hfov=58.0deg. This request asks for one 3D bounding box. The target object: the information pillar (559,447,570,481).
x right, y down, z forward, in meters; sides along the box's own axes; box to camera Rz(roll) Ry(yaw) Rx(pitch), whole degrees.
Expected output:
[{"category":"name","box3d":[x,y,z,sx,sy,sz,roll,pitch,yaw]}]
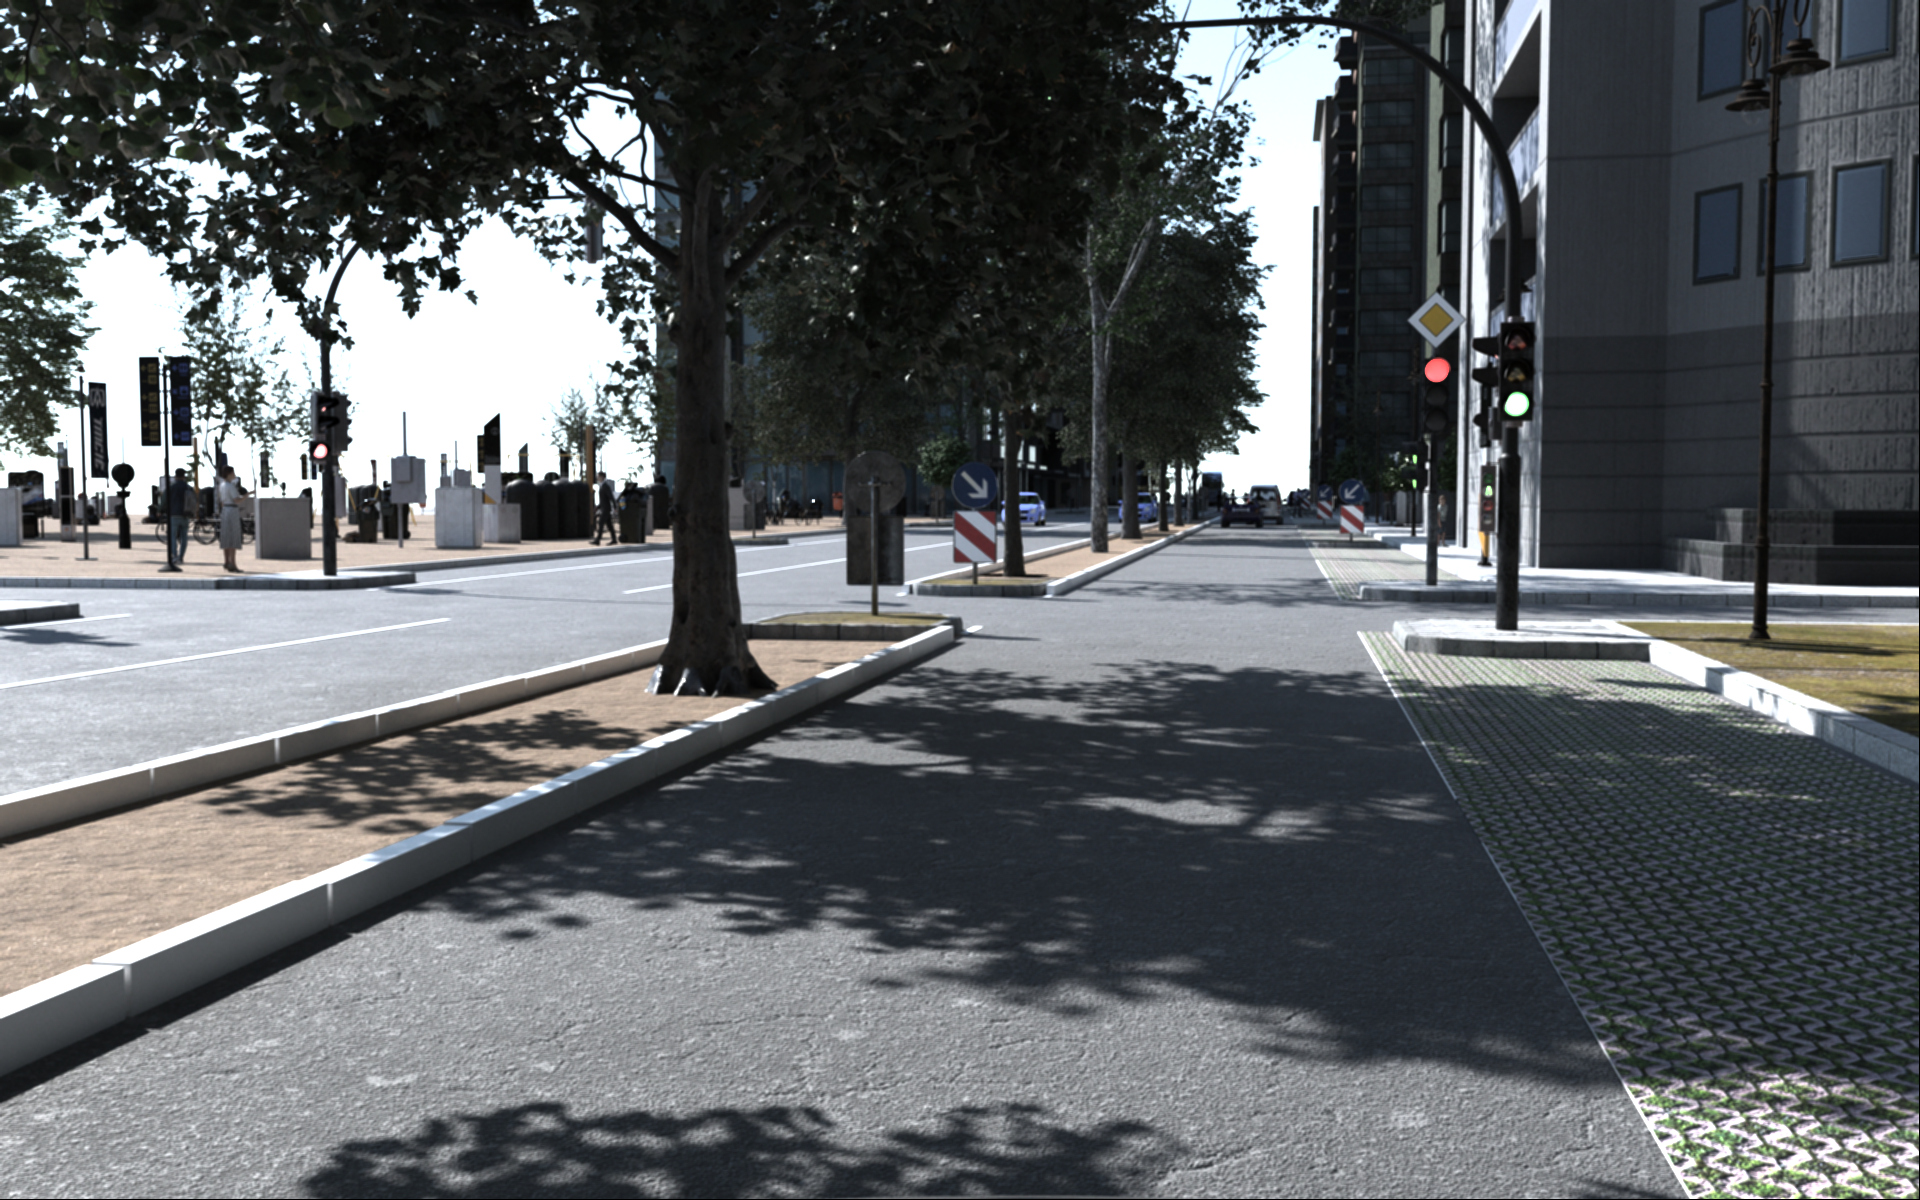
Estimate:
[{"category":"information pillar","box3d":[-19.501,-5.749,85.351,0.504,3.616,0.183,-1,4,-19]}]

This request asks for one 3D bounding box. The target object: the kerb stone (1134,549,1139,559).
[{"category":"kerb stone","box3d":[3.767,-0.968,38.015,0.120,0.150,1.000,1,4,10]}]

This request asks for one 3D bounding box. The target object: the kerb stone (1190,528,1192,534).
[{"category":"kerb stone","box3d":[8.019,-2.386,61.203,0.120,0.150,1.000,1,4,10]}]

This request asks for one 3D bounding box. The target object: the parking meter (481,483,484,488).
[{"category":"parking meter","box3d":[-24.567,-5.141,89.769,0.255,1.863,0.399,3,5,44]}]

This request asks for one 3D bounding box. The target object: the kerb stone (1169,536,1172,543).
[{"category":"kerb stone","box3d":[5.983,-1.702,50.116,0.120,0.150,1.000,1,4,10]}]

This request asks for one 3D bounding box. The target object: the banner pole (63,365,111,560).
[{"category":"banner pole","box3d":[-16.969,-2.684,33.900,0.401,3.779,0.863,1,4,19]}]

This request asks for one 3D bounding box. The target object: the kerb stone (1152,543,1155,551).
[{"category":"kerb stone","box3d":[4.683,-1.276,43.056,0.120,0.150,1.000,1,4,10]}]

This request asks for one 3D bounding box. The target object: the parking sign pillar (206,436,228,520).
[{"category":"parking sign pillar","box3d":[-34.394,-5.640,80.691,1.447,3.967,1.447,-1,4,-17]}]

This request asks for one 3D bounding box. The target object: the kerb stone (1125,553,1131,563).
[{"category":"kerb stone","box3d":[3.395,-0.842,36.005,0.120,0.150,1.000,1,4,10]}]

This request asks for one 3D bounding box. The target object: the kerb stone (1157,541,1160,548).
[{"category":"kerb stone","box3d":[5.056,-1.399,45.077,0.120,0.150,1.000,1,4,10]}]

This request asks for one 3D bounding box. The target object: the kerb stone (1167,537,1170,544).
[{"category":"kerb stone","box3d":[5.794,-1.646,49.112,0.120,0.150,1.000,1,4,10]}]

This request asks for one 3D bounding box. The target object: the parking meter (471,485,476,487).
[{"category":"parking meter","box3d":[-29.828,-6.140,106.105,0.255,1.863,0.399,-3,5,-45]}]

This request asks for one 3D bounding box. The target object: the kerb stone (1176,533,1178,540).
[{"category":"kerb stone","box3d":[6.524,-1.893,53.142,0.120,0.150,1.000,1,4,10]}]

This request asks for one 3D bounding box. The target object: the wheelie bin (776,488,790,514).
[{"category":"wheelie bin","box3d":[-9.522,-5.248,93.710,0.693,1.594,0.980,-2,4,-24]}]

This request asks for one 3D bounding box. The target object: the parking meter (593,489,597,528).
[{"category":"parking meter","box3d":[-13.780,-3.447,64.766,0.372,1.533,0.369,0,3,0]}]

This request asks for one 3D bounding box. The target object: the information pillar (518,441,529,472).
[{"category":"information pillar","box3d":[-19.381,-5.238,76.997,0.183,3.616,0.504,3,5,43]}]

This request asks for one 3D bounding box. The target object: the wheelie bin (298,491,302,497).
[{"category":"wheelie bin","box3d":[-38.341,-5.727,101.536,0.980,1.594,0.693,2,4,35]}]

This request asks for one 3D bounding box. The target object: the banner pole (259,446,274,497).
[{"category":"banner pole","box3d":[-35.619,-6.065,89.178,0.863,3.779,0.401,-3,4,-37]}]

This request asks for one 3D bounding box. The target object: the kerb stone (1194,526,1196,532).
[{"category":"kerb stone","box3d":[8.564,-2.571,64.233,0.120,0.150,1.000,1,4,10]}]

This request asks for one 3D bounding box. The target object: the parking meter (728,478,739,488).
[{"category":"parking meter","box3d":[-8.067,-3.418,61.597,0.399,1.863,0.255,-2,4,-34]}]

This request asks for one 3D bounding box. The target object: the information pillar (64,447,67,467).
[{"category":"information pillar","box3d":[-40.657,-5.337,78.607,0.504,3.616,0.183,2,4,25]}]

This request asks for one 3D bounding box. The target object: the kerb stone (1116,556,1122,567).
[{"category":"kerb stone","box3d":[3.023,-0.721,33.985,0.120,0.150,1.000,1,4,10]}]

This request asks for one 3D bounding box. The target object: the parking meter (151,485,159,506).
[{"category":"parking meter","box3d":[-49.740,-6.199,107.062,0.255,1.863,0.399,2,4,24]}]

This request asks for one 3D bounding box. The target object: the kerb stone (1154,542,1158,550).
[{"category":"kerb stone","box3d":[4.877,-1.333,44.060,0.120,0.150,1.000,1,4,10]}]

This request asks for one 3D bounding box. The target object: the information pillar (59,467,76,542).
[{"category":"information pillar","box3d":[-23.931,-2.566,46.442,0.304,2.012,0.304,-1,4,-10]}]

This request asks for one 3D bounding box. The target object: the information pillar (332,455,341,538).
[{"category":"information pillar","box3d":[-18.336,-3.632,50.731,0.183,3.616,0.504,0,4,-5]}]

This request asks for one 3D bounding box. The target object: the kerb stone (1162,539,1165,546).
[{"category":"kerb stone","box3d":[5.426,-1.522,47.088,0.120,0.150,1.000,1,4,10]}]

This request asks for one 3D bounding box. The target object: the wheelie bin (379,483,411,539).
[{"category":"wheelie bin","box3d":[-16.187,-2.552,49.638,0.980,1.594,0.693,2,4,32]}]

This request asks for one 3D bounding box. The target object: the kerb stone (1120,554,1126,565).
[{"category":"kerb stone","box3d":[3.207,-0.783,34.995,0.120,0.150,1.000,1,4,10]}]

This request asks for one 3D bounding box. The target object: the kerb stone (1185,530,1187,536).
[{"category":"kerb stone","box3d":[7.462,-2.199,58.180,0.120,0.150,1.000,1,4,10]}]

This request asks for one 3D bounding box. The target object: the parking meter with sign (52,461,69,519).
[{"category":"parking meter with sign","box3d":[-46.823,-5.738,90.079,0.543,3.016,1.738,-1,4,-15]}]

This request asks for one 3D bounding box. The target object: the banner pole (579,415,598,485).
[{"category":"banner pole","box3d":[-11.933,-4.001,55.429,0.401,3.779,0.863,3,4,37]}]

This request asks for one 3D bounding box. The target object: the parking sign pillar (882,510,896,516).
[{"category":"parking sign pillar","box3d":[-4.055,-6.246,90.600,1.447,3.967,1.447,1,4,17]}]

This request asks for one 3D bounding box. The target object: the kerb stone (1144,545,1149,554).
[{"category":"kerb stone","box3d":[4.315,-1.153,41.046,0.120,0.150,1.000,1,4,10]}]

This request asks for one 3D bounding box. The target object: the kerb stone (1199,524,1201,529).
[{"category":"kerb stone","box3d":[9.300,-2.818,68.273,0.120,0.150,1.000,1,4,10]}]

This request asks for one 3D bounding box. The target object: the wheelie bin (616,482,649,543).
[{"category":"wheelie bin","box3d":[-8.514,-2.280,45.191,0.693,1.594,0.980,1,4,13]}]

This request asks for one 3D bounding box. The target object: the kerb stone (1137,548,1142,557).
[{"category":"kerb stone","box3d":[3.952,-1.030,39.031,0.120,0.150,1.000,1,4,10]}]

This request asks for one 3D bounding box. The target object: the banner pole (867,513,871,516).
[{"category":"banner pole","box3d":[-5.501,-6.848,101.987,0.863,3.779,0.401,0,4,-2]}]

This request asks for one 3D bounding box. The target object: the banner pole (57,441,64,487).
[{"category":"banner pole","box3d":[-37.385,-5.032,72.283,0.863,3.779,0.401,2,4,26]}]

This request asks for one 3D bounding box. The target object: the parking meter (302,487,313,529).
[{"category":"parking meter","box3d":[-24.256,-3.424,64.386,0.372,1.533,0.369,0,3,0]}]

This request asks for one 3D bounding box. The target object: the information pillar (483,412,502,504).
[{"category":"information pillar","box3d":[-13.282,-3.544,49.297,0.504,3.616,0.183,0,4,-3]}]

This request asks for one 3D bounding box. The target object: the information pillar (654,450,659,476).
[{"category":"information pillar","box3d":[-14.285,-5.518,81.580,0.183,3.616,0.504,-2,4,-31]}]

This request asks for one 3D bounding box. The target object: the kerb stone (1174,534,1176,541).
[{"category":"kerb stone","box3d":[6.343,-1.831,52.136,0.120,0.150,1.000,1,4,10]}]

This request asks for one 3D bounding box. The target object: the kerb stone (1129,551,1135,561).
[{"category":"kerb stone","box3d":[3.579,-0.906,37.011,0.120,0.150,1.000,1,4,10]}]

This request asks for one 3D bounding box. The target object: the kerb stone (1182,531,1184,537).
[{"category":"kerb stone","box3d":[7.090,-2.078,56.164,0.120,0.150,1.000,1,4,10]}]

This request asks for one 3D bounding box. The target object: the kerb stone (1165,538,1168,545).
[{"category":"kerb stone","box3d":[5.614,-1.582,48.104,0.120,0.150,1.000,1,4,10]}]

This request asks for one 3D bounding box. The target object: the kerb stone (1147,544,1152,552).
[{"category":"kerb stone","box3d":[4.500,-1.214,42.051,0.120,0.150,1.000,1,4,10]}]

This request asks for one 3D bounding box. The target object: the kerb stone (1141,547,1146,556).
[{"category":"kerb stone","box3d":[4.135,-1.091,40.036,0.120,0.150,1.000,1,4,10]}]

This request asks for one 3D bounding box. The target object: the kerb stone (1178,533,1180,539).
[{"category":"kerb stone","box3d":[6.718,-1.954,54.145,0.120,0.150,1.000,1,4,10]}]

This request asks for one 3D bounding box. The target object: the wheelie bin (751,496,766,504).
[{"category":"wheelie bin","box3d":[-9.453,-4.444,80.571,0.980,1.594,0.693,2,4,34]}]

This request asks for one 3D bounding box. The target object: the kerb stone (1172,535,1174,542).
[{"category":"kerb stone","box3d":[6.167,-1.769,51.125,0.120,0.150,1.000,1,4,10]}]

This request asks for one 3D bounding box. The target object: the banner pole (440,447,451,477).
[{"category":"banner pole","box3d":[-27.471,-6.281,92.705,0.863,3.779,0.401,1,4,21]}]

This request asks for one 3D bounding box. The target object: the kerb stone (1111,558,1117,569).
[{"category":"kerb stone","box3d":[2.839,-0.655,32.978,0.120,0.150,1.000,1,4,10]}]

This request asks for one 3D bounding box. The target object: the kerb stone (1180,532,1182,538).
[{"category":"kerb stone","box3d":[6.903,-2.016,55.159,0.120,0.150,1.000,1,4,10]}]

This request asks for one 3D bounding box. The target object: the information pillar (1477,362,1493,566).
[{"category":"information pillar","box3d":[9.389,-2.422,30.952,0.183,3.616,0.504,0,4,3]}]

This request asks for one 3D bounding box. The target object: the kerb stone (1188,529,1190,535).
[{"category":"kerb stone","box3d":[7.833,-2.323,60.190,0.120,0.150,1.000,1,4,10]}]

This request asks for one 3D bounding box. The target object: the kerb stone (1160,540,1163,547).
[{"category":"kerb stone","box3d":[5.240,-1.461,46.083,0.120,0.150,1.000,1,4,10]}]
